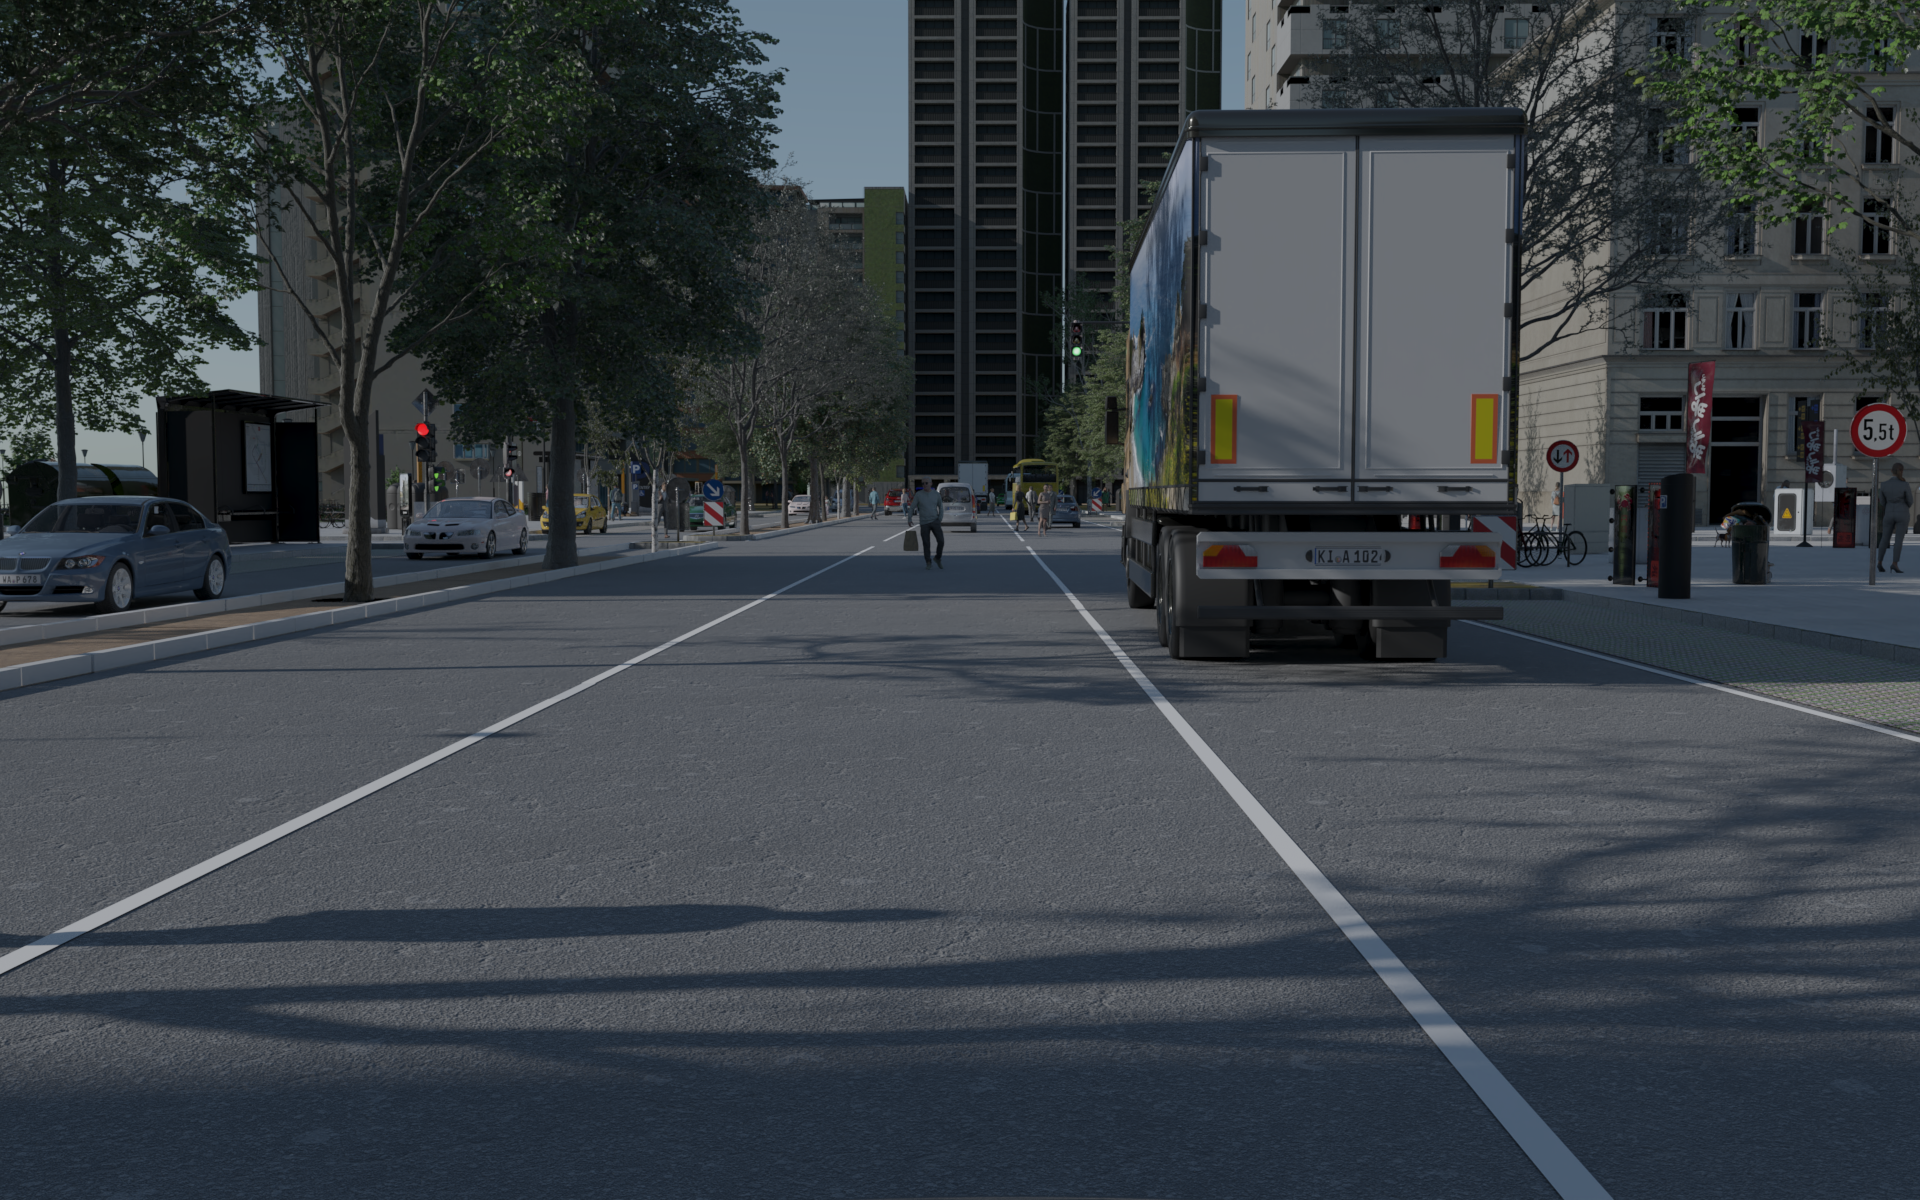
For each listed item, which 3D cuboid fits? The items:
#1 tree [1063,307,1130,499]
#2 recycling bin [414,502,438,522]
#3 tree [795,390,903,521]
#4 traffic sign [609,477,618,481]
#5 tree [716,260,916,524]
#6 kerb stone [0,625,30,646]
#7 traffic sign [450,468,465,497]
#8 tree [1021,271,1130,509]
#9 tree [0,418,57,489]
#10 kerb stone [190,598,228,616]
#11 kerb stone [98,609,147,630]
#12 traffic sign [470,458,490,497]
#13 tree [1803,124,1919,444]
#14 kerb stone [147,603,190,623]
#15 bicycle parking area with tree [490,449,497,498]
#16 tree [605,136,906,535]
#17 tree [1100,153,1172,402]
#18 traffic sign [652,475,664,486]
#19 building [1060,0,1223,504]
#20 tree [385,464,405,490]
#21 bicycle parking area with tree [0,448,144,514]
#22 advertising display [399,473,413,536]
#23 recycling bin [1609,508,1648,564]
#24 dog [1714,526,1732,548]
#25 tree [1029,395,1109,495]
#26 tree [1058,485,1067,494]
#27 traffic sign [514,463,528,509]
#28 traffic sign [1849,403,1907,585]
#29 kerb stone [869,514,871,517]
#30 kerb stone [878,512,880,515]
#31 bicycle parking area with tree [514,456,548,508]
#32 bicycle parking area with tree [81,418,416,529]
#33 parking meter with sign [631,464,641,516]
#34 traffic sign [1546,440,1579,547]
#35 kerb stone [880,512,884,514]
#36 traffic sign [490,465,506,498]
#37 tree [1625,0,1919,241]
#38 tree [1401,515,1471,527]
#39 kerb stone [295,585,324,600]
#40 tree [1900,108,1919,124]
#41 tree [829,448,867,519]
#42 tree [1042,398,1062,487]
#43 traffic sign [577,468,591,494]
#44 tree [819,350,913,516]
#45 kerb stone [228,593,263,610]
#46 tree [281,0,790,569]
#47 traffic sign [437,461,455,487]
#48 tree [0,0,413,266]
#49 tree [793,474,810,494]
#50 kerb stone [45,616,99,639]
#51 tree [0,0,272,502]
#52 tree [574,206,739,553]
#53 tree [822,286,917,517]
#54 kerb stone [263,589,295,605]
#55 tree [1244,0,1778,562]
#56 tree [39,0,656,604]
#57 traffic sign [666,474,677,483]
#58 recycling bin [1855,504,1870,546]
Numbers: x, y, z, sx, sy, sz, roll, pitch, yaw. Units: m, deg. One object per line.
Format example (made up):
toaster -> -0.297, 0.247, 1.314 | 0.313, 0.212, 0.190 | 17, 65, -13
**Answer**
tree -> 10.808, -11.039, 98.609 | 7.486, 12.596, 7.792 | 0, 3, 0
recycling bin -> -17.293, -2.672, 56.242 | 0.722, 1.027, 0.722 | 0, 4, -6
tree -> -7.162, -9.481, 91.891 | 8.767, 10.594, 7.601 | 0, 4, 1
traffic sign -> -20.229, -6.044, 100.947 | 0.606, 2.300, 0.079 | 0, 4, 5
tree -> -6.980, -9.986, 82.737 | 9.611, 12.733, 9.660 | 0, 3, 0
kerb stone -> -9.068, 0.350, 16.480 | 0.120, 0.150, 1.000 | 0, 4, 1
traffic sign -> -19.953, -4.077, 68.785 | 0.606, 2.300, 0.079 | 0, 4, 3
tree -> 11.483, -17.677, 144.915 | 12.611, 20.169, 13.585 | 0, 3, 0
tree -> -23.870, -3.032, 44.175 | 1.663, 3.219, 1.824 | 0, 3, 0
kerb stone -> -9.023, 0.097, 20.604 | 0.120, 0.150, 1.000 | 0, 4, 1
kerb stone -> -9.036, 0.223, 18.542 | 0.120, 0.150, 1.000 | 0, 4, 1
traffic sign -> -16.934, -3.729, 61.080 | 0.768, 2.556, 0.104 | 1, 4, 10
tree -> 20.681, -5.308, 37.145 | 4.360, 8.622, 3.978 | 0, 3, 0
kerb stone -> -9.028, 0.160, 19.577 | 0.120, 0.150, 1.000 | 0, 4, 1
bicycle parking area with tree -> -31.699, -6.628, 95.378 | 9.016, 4.147, 8.231 | -3, 5, -44
tree -> -7.415, -8.961, 59.340 | 12.009, 13.543, 11.850 | 0, 3, 0
tree -> 9.842, -9.507, 62.102 | 9.857, 13.997, 8.962 | 0, 3, 0
traffic sign -> -19.353, -6.778, 110.928 | 0.768, 2.556, 0.104 | 0, 4, 4
building -> 24.881, -48.749, 235.296 | 20.611, 71.187, 20.563 | 0, 4, 1
tree -> -36.541, -7.191, 112.175 | 1.663, 3.219, 1.824 | 0, 3, 0
bicycle parking area with tree -> -58.736, -7.578, 110.903 | 8.231, 4.147, 9.016 | 1, 4, 12
advertising display -> -17.027, -2.937, 53.232 | 0.123, 1.923, 0.974 | -2, 4, -33
recycling bin -> 12.407, -1.183, 31.895 | 0.722, 1.027, 0.722 | 0, 4, 7
dog -> 18.366, -1.517, 41.626 | 0.540, 0.507, 0.406 | 3, 4, 36
tree -> 12.064, -16.923, 193.702 | 9.611, 12.733, 9.660 | 0, 3, 0
tree -> 12.247, -12.961, 206.514 | 1.663, 3.219, 1.824 | 0, 3, 0
traffic sign -> -18.612, -4.463, 72.973 | 0.884, 2.594, 0.081 | 0, 4, 2
traffic sign -> 12.826, -1.478, 24.275 | 0.768, 2.556, 0.104 | 0, 4, 6
kerb stone -> -5.783, -5.256, 108.210 | 0.120, 0.150, 1.000 | 0, 4, 1
kerb stone -> -5.663, -5.823, 117.432 | 0.120, 0.150, 1.000 | 0, 4, 1
bicycle parking area with tree -> -28.938, -7.757, 113.822 | 9.016, 4.147, 8.231 | 3, 5, 40
bicycle parking area with tree -> -26.043, -4.667, 63.307 | 9.016, 4.147, 8.231 | 2, 4, 28
parking meter with sign -> -18.969, -6.416, 101.159 | 0.543, 3.016, 1.738 | 0, 4, -6
traffic sign -> 14.146, -2.485, 40.737 | 0.768, 2.556, 0.104 | 0, 4, 4
kerb stone -> -5.596, -6.067, 121.523 | 0.120, 0.150, 1.000 | 0, 4, 1
traffic sign -> -20.385, -4.689, 76.673 | 0.884, 2.594, 0.081 | 0, 4, 4
tree -> 9.880, -5.491, 15.539 | 9.928, 11.665, 9.643 | 0, 3, 0
tree -> 19.726, -7.146, 67.197 | 4.737, 8.622, 4.395 | 0, 3, 0
kerb stone -> -8.973, -0.089, 23.673 | 0.120, 0.150, 1.000 | 0, 4, 1
tree -> 18.290, -4.883, 30.193 | 4.360, 8.622, 3.978 | 0, 3, 0
tree -> -6.904, -8.930, 98.827 | 4.737, 8.622, 4.395 | 0, 3, 0
tree -> 12.039, -15.755, 175.714 | 7.486, 12.596, 7.792 | 0, 3, 0
traffic sign -> -18.053, -5.082, 83.202 | 0.768, 2.556, 0.104 | 1, 4, 9
tree -> -7.017, -11.906, 115.248 | 7.486, 12.596, 7.792 | 0, 3, 0
kerb stone -> -9.000, 0.039, 21.626 | 0.120, 0.150, 1.000 | 0, 4, 1
tree -> -7.629, -7.561, 32.732 | 9.857, 13.997, 8.962 | 0, 3, 0
traffic sign -> -19.747, -4.056, 66.423 | 0.768, 2.556, 0.104 | 0, 4, 7
tree -> -8.262, -4.698, 13.685 | 8.767, 10.594, 7.601 | 0, 4, 1
tree -> -15.414, -10.519, 166.593 | 1.663, 3.219, 1.824 | 0, 3, 0
kerb stone -> -9.045, 0.294, 17.509 | 0.120, 0.150, 1.000 | 0, 4, 1
tree -> -16.891, -6.989, 32.391 | 7.486, 12.596, 7.792 | 0, 3, 0
tree -> -7.307, -5.419, 41.426 | 4.360, 8.622, 3.978 | 0, 3, 0
tree -> -7.051, -12.070, 106.451 | 9.857, 13.997, 8.962 | 0, 3, 0
kerb stone -> -8.984, -0.028, 22.647 | 0.120, 0.150, 1.000 | 0, 4, 1
tree -> 9.961, -7.487, 32.780 | 12.009, 13.543, 11.850 | 0, 3, 0
tree -> -7.867, -5.767, 22.496 | 9.928, 11.665, 9.643 | 0, 3, 0
traffic sign -> -18.005, -6.607, 108.136 | 0.768, 2.556, 0.104 | 0, 4, 8
recycling bin -> 22.371, -1.856, 42.899 | 0.722, 1.027, 0.722 | -3, 5, -43
